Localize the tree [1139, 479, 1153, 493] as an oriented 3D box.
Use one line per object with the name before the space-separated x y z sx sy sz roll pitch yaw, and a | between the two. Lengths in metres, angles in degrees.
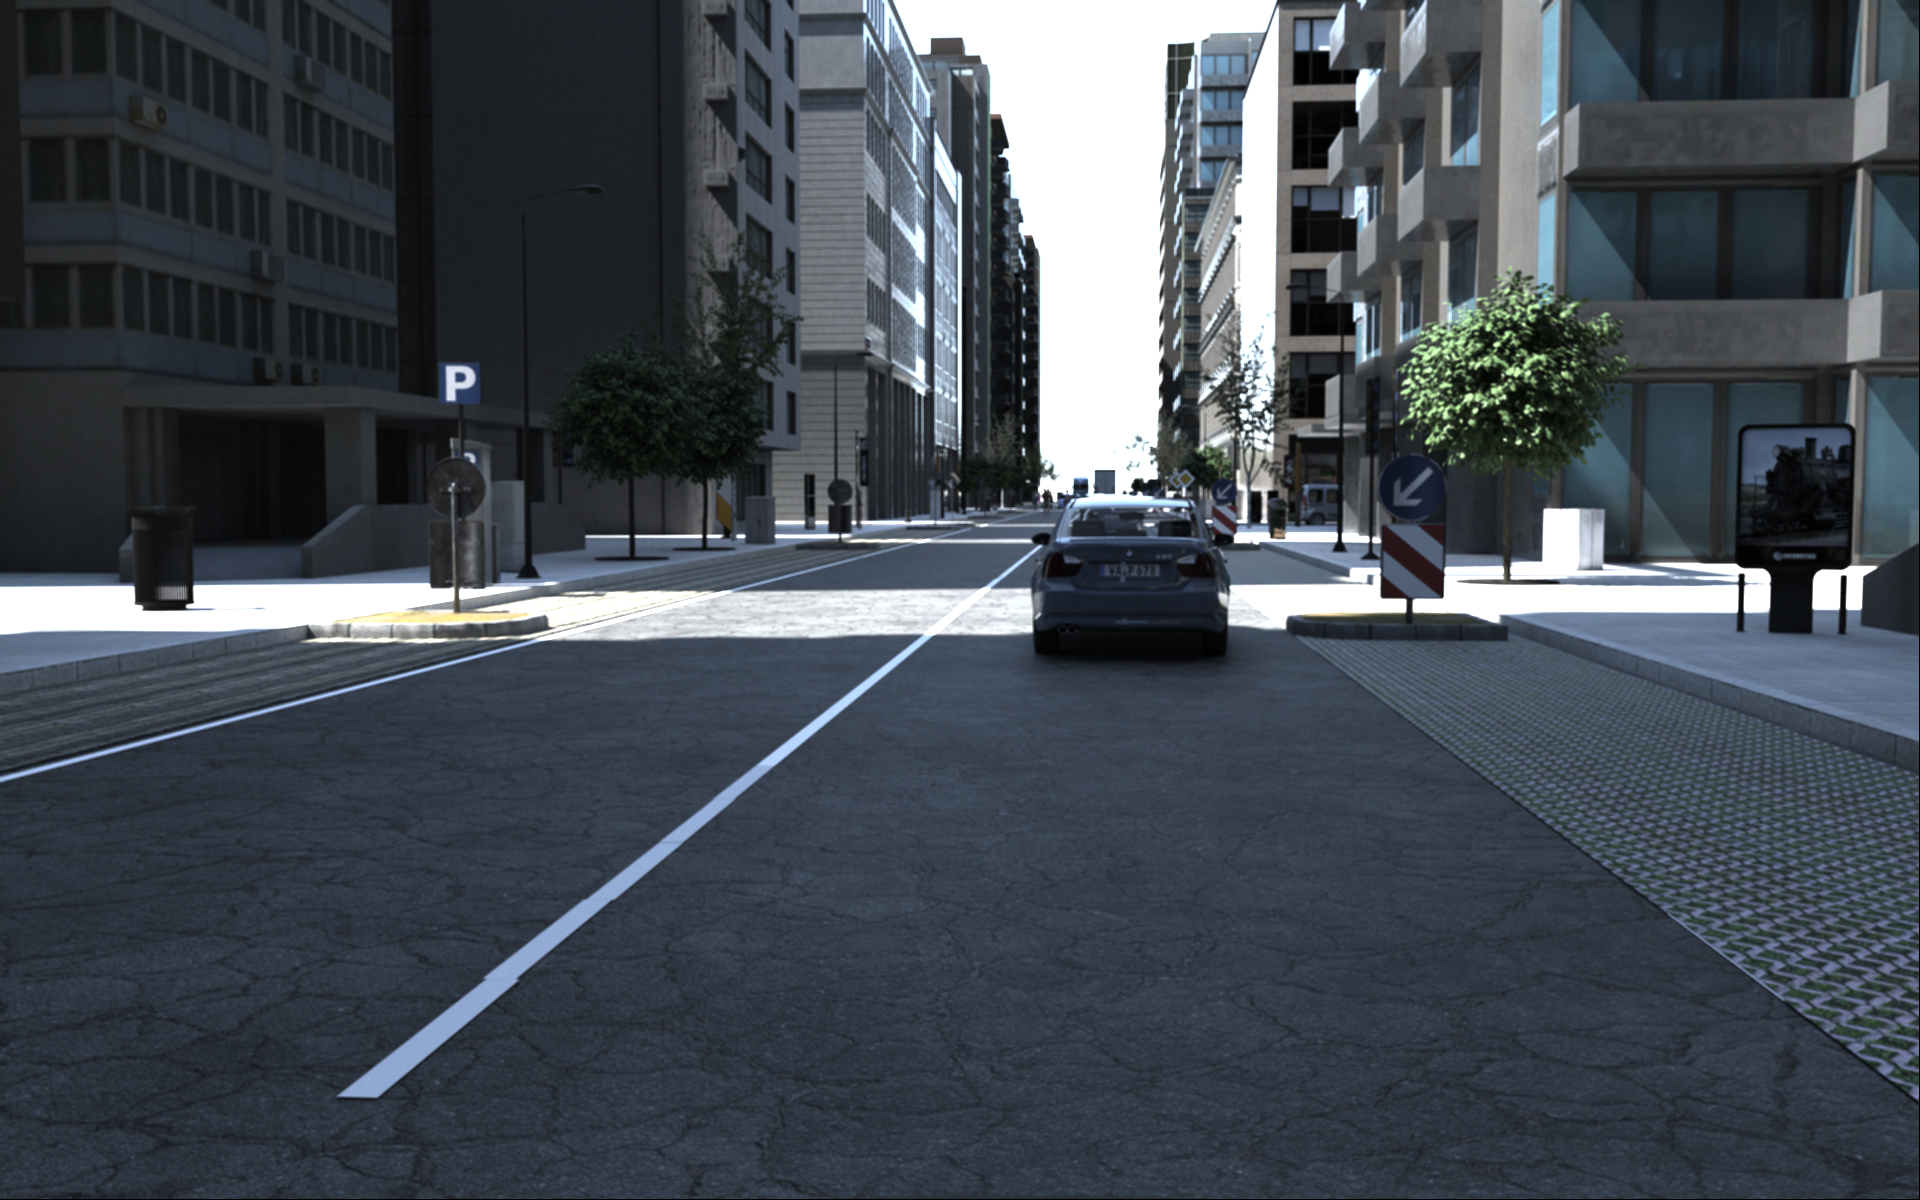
tree | 23.691 -13.728 219.046 1.663 3.219 1.824 0 3 0

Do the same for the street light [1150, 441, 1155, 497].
street light | 17.262 -10.948 151.545 1.470 5.913 1.316 0 4 5

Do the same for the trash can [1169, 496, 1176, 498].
trash can | 16.024 -7.251 130.201 0.748 1.137 0.748 0 3 0

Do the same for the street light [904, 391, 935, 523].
street light | -1.807 -6.446 77.926 1.470 5.913 1.316 0 4 5

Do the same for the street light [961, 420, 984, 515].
street light | 0.808 -8.304 108.315 1.470 5.913 1.316 0 4 5

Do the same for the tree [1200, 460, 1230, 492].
tree | 14.376 -6.331 98.116 1.663 3.219 1.824 0 3 0

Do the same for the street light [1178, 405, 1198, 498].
street light | 12.284 -7.230 90.745 1.470 5.913 1.316 0 4 5

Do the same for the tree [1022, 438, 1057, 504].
tree | 9.618 -16.968 227.792 4.737 8.622 4.395 0 3 0

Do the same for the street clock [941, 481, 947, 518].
street clock | -0.959 -5.292 91.097 0.471 2.002 0.358 -3 5 -39

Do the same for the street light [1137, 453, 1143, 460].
street light | 21.254 -13.775 197.754 1.470 5.913 1.316 0 4 5

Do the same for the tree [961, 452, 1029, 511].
tree | 3.015 -9.951 146.419 4.285 4.588 4.351 0 3 0

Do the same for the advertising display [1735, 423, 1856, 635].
advertising display | 7.678 -0.657 15.958 0.974 1.923 0.123 2 4 24

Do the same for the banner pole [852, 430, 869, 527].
banner pole | -3.857 -4.743 67.558 0.863 3.779 0.401 3 5 40

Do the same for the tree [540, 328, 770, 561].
tree | -6.509 -3.068 33.873 4.285 4.588 4.351 0 3 0

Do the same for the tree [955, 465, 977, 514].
tree | 0.376 -7.337 114.555 1.663 3.219 1.824 0 3 0

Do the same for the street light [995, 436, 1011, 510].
street light | 3.409 -10.188 139.108 1.470 5.913 1.316 0 4 5

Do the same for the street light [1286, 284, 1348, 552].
street light | 7.902 -4.027 38.385 1.470 5.913 1.316 0 4 5

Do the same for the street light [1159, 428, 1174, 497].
street light | 14.734 -9.089 121.148 1.470 5.913 1.316 0 4 5

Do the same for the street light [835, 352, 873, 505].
street light | -3.535 -5.155 56.824 1.470 5.913 1.316 0 4 5

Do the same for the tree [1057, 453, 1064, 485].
tree | 11.671 -18.053 245.528 4.737 8.622 4.395 0 3 0

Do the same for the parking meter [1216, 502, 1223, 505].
parking meter | 11.779 -4.463 78.686 0.399 1.863 0.255 1 4 10

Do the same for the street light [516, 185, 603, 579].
street light | -6.057 -3.285 26.243 1.470 5.913 1.316 0 4 5

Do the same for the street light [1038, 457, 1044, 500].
street light | 9.701 -14.873 215.713 1.470 5.913 1.316 0 4 5

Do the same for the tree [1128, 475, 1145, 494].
tree | 30.284 -18.949 293.524 4.285 4.588 4.351 0 3 0

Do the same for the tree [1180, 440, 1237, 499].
tree | 15.008 -7.403 104.758 4.285 4.588 4.351 0 3 0

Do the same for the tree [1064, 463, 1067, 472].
tree | 15.595 -20.764 289.849 4.737 8.622 4.395 0 3 0

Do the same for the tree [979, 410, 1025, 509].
tree | 3.679 -12.276 151.073 4.360 8.622 3.978 0 3 0

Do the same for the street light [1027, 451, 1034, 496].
street light | 7.180 -13.014 185.316 1.470 5.913 1.316 0 4 5

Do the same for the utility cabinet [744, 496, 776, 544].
utility cabinet | -5.151 -2.043 44.563 0.306 1.237 1.020 -3 5 -40

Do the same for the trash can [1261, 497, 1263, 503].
trash can | 13.474 -4.130 79.174 0.748 1.137 0.748 0 3 0

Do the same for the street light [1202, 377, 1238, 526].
street light | 10.422 -5.900 69.006 1.470 5.913 1.316 0 4 5

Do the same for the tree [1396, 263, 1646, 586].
tree | 7.975 -2.516 24.843 4.285 4.588 4.351 0 3 0

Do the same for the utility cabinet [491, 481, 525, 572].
utility cabinet | -7.479 -1.227 28.740 0.318 1.500 1.173 -2 4 -33

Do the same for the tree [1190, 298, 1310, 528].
tree | 10.881 -6.995 64.729 4.360 8.622 3.978 0 3 0

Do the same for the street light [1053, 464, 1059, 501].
street light | 14.152 -18.110 268.642 1.470 5.913 1.316 0 4 5

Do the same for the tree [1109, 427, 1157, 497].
tree | 25.054 -18.609 238.670 8.767 10.594 7.601 -3 5 -40

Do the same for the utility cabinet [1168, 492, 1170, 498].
utility cabinet | 18.640 -8.684 150.654 1.173 1.500 0.318 2 4 29

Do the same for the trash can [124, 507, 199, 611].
trash can | -8.816 -0.459 19.163 0.748 1.137 0.748 0 3 0

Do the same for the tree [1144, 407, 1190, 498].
tree | 17.454 -11.925 145.340 4.360 8.622 3.978 0 3 0

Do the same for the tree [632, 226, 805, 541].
tree | -6.415 -5.919 47.132 4.737 8.622 4.395 0 3 0

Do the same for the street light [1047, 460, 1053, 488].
street light | 11.612 -16.244 238.134 1.470 5.913 1.316 0 4 5

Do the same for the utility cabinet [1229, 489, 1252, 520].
utility cabinet | 13.554 -4.591 83.741 0.318 1.500 1.173 -3 5 -44

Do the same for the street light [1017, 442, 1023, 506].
street light | 4.758 -11.154 154.910 1.470 5.913 1.316 0 4 5
